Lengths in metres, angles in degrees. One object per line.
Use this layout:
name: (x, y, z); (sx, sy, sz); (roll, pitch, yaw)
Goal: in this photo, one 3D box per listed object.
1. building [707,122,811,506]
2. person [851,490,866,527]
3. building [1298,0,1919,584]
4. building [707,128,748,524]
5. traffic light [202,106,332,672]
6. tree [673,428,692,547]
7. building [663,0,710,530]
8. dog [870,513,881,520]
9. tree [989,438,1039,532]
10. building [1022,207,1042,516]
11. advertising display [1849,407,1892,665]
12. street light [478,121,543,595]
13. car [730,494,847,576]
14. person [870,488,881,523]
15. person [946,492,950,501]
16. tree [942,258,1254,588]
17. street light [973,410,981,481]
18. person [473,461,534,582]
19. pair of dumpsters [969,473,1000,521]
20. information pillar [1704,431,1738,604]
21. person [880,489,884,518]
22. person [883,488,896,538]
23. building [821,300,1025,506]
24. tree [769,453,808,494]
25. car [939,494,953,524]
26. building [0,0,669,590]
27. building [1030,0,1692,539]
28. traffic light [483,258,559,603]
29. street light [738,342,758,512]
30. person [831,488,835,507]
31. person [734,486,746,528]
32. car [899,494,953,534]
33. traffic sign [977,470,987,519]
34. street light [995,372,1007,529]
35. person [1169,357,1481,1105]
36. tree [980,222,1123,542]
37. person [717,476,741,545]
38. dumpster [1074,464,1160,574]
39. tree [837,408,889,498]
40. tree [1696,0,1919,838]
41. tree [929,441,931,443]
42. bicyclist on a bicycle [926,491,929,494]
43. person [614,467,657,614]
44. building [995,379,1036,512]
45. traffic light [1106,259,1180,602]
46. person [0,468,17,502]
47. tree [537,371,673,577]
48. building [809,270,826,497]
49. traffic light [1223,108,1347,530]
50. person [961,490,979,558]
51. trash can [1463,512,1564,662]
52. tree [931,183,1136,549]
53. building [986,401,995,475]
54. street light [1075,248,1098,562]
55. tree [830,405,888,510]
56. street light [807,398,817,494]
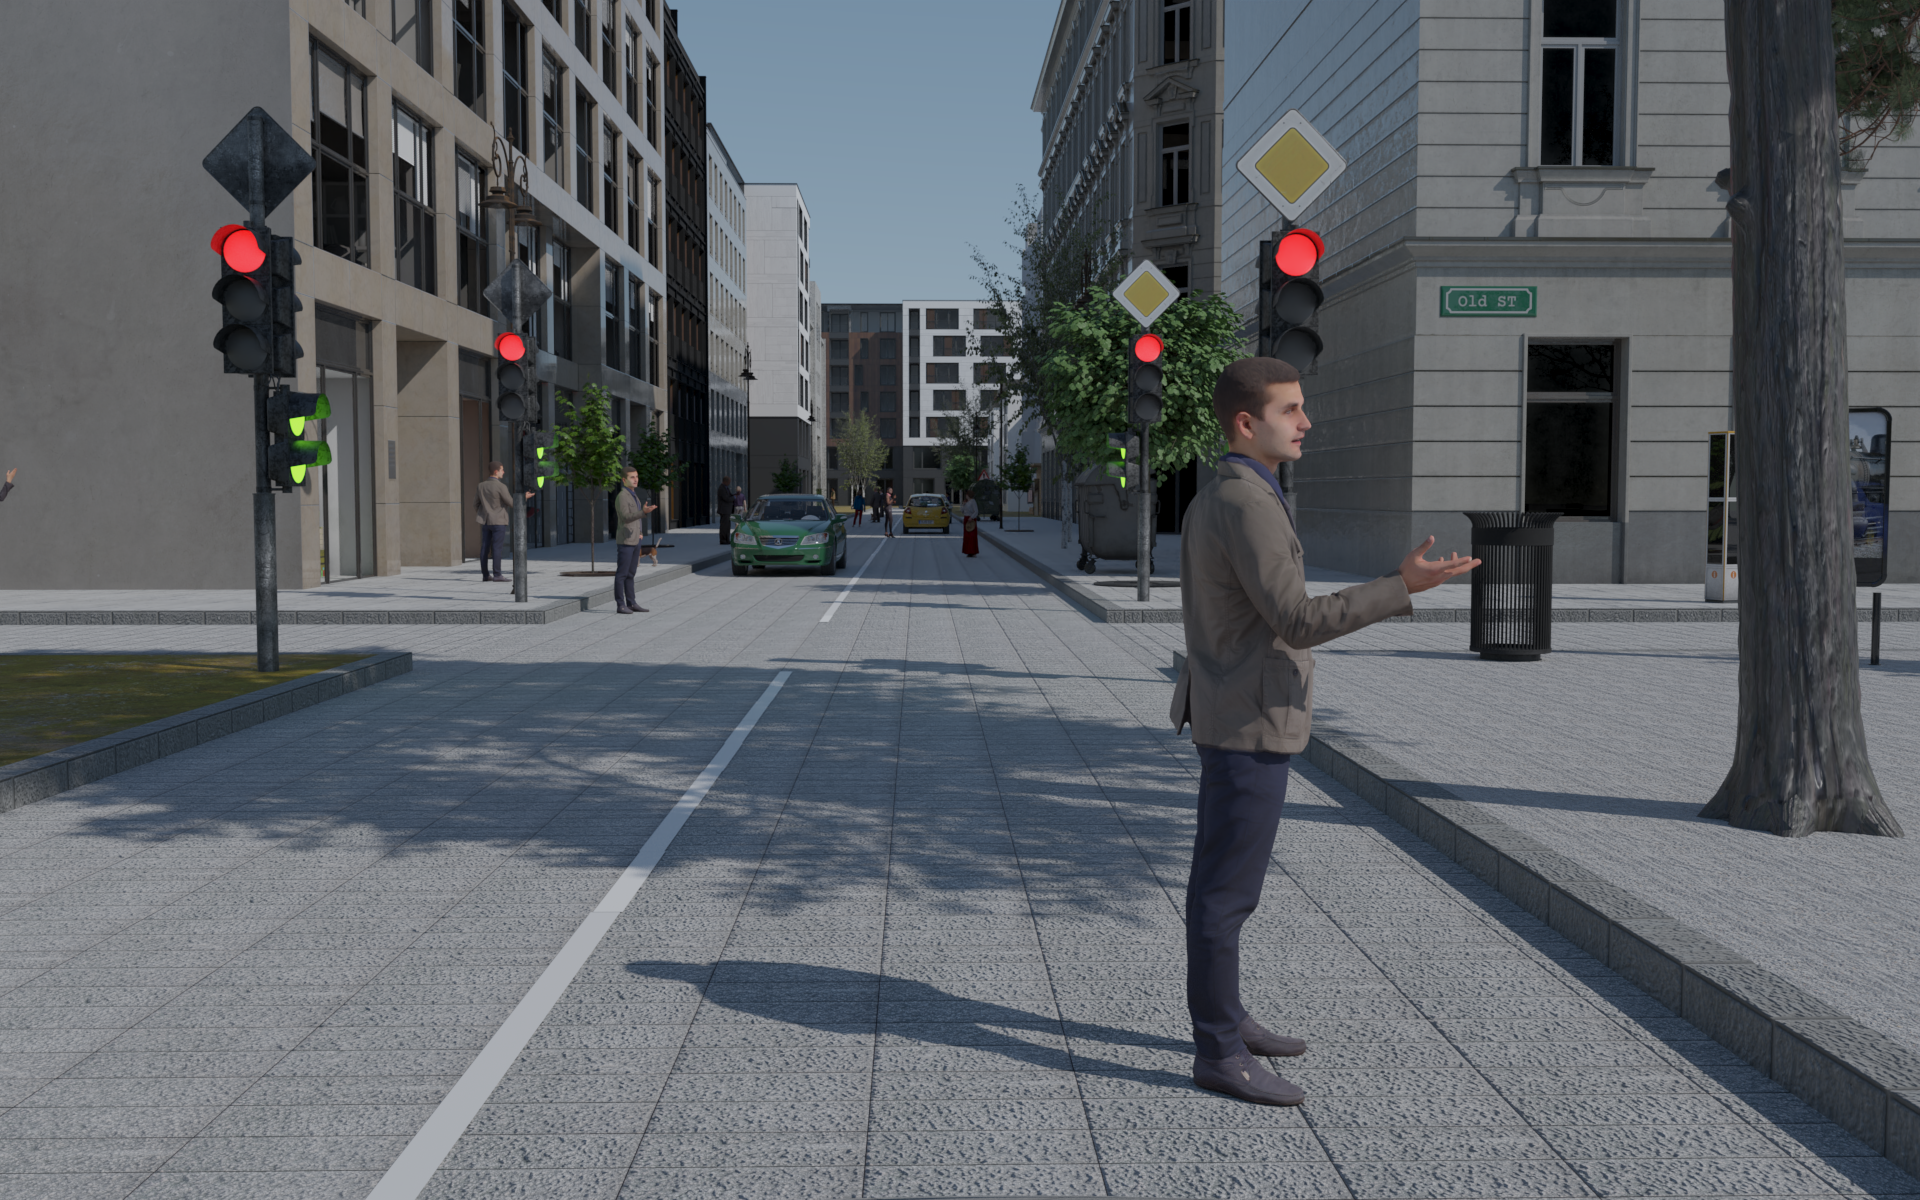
building: (-24.580, -16.368, 111.599); (27.936, 21.610, 32.646); (0, 4, -1)
person: (-4.387, -3.959, 74.940); (0.593, 1.614, 0.444); (1, 4, 12)
building: (27.638, -15.635, 32.041); (44.131, 29.872, 17.030); (0, 4, -1)
building: (-16.014, -13.849, 81.190); (10.420, 20.320, 16.860); (0, 4, -1)
traffic light: (-4.995, -1.418, 12.431); (0.839, 4.213, 0.868); (0, 4, -1)
tree: (-7.283, -2.884, 41.748); (1.663, 3.219, 1.824); (0, 3, 0)
building: (-16.494, -14.348, 64.262); (12.332, 23.373, 15.834); (0, 4, -1)
dog: (-4.598, -4.517, 94.044); (0.748, 0.427, 0.550); (1, 4, 22)
tree: (2.038, -3.953, 59.232); (1.663, 3.219, 1.824); (0, 3, 0)
building: (11.931, -15.315, 106.812); (16.016, 20.091, 11.380); (0, 4, -1)
advertising display: (6.477, -0.483, 13.115); (0.974, 1.923, 0.123); (1, 4, 23)
street light: (-5.673, -3.011, 22.023); (0.468, 5.910, 1.993); (0, 4, -1)
car: (-3.102, -1.233, 31.963); (2.131, 1.459, 4.920); (0, 3, 0)
person: (-4.267, -4.761, 86.892); (0.434, 1.755, 0.990); (2, 4, 32)
person: (-0.807, -5.068, 93.740); (0.546, 1.535, 0.453); (-2, 4, -30)
tree: (2.549, -2.477, 24.221); (4.285, 4.588, 4.351); (0, 3, 0)
street light: (0.906, -7.466, 94.854); (0.468, 5.910, 1.993); (0, 4, -1)
person: (-6.699, -1.155, 25.453); (0.617, 1.759, 0.750); (3, 5, 44)
pair of dumpsters: (1.219, -4.931, 83.121); (1.574, 2.255, 4.436); (0, 4, -1)
information pillar: (9.012, -0.972, 20.390); (0.304, 2.012, 0.304); (-1, 4, -21)
person: (-4.871, -5.919, 106.078); (0.445, 1.727, 0.742); (-1, 4, -16)
person: (-2.284, -2.881, 57.079); (0.593, 1.643, 0.415); (3, 4, 38)
building: (-8.527, -21.539, 196.130); (32.646, 21.610, 27.936); (0, 4, -1)
tree: (-8.226, -5.313, 81.476); (1.663, 3.219, 1.824); (0, 3, 0)
car: (-1.371, -4.503, 85.420); (2.131, 1.459, 4.920); (0, 4, -3)
building: (-18.813, -14.351, 39.161); (19.350, 26.468, 34.151); (0, 4, -1)
building: (12.886, -18.195, 73.904); (17.030, 29.872, 44.131); (0, 4, -1)
traffic light: (-5.184, -1.906, 20.414); (0.839, 4.213, 0.868); (0, 4, -1)
street light: (-6.446, -4.894, 52.812); (0.468, 5.910, 1.993); (0, 4, -1)
person: (-10.802, -8.614, 146.973); (0.705, 1.812, 1.348); (0, 4, 0)
person: (-7.923, -3.251, 61.397); (0.569, 1.553, 0.471); (1, 4, 22)
car: (-1.250, -3.257, 63.480); (2.015, 1.641, 3.980); (0, 4, -1)
traffic sign: (1.253, -5.526, 90.359); (0.884, 2.594, 0.081); (0, 4, 4)
street light: (1.523, -5.570, 63.855); (0.468, 5.910, 1.993); (0, 4, -1)
person: (0.858, 0.296, 4.191); (0.750, 1.759, 0.617); (1, 4, 16)
tree: (2.695, -5.855, 46.091); (4.737, 8.622, 4.395); (0, 3, 0)
person: (-5.867, -2.271, 43.853); (0.600, 1.739, 0.565); (-1, 4, -22)
dumpster: (2.572, -1.382, 28.348); (1.264, 1.857, 1.865); (0, 4, -1)
tree: (-8.836, -12.144, 148.917); (4.737, 8.622, 4.395); (0, 3, 0)
tree: (3.100, -6.066, 6.607); (7.806, 13.903, 7.818); (0, 3, 0)
tree: (0.738, -9.410, 104.213); (4.360, 8.622, 3.978); (0, 3, 0)
bicyclist on a bicycle: (-1.899, -5.515, 100.190); (1.499, 1.676, 1.625); (0, 4, -3)
person: (-3.831, -0.719, 20.788); (0.750, 1.759, 0.617); (1, 4, 23)
building: (7.905, -11.290, 126.730); (9.099, 9.664, 28.070); (0, 4, -1)
traffic light: (2.175, -1.918, 20.604); (0.839, 4.213, 0.868); (0, 4, -1)
person: (-11.821, -0.865, 20.994); (0.742, 1.727, 0.445); (-2, 4, -25)
tree: (-5.775, -2.002, 27.332); (1.663, 3.219, 1.824); (0, 3, 0)
building: (-20.370, -16.963, 143.797); (16.747, 18.905, 31.486); (0, 4, -1)
traffic light: (2.364, -1.430, 12.621); (0.839, 4.213, 0.868); (0, 4, -1)
person: (0.239, -1.725, 39.172); (0.387, 1.526, 0.523); (-2, 4, -29)
trash can: (4.281, -0.110, 13.445); (0.748, 1.137, 0.748); (0, 3, 0)
tree: (2.265, -5.506, 40.380); (4.360, 8.622, 3.978); (0, 3, 0)
building: (7.444, -13.055, 155.595); (9.099, 9.664, 28.070); (0, 4, -1)
street light: (2.369, -3.666, 32.732); (0.468, 5.910, 1.993); (0, 4, -1)
tree: (-8.734, -11.811, 143.466); (4.360, 8.622, 3.978); (0, 3, 0)
street light: (-7.150, -6.778, 83.602); (0.468, 5.910, 1.993); (0, 4, -1)
